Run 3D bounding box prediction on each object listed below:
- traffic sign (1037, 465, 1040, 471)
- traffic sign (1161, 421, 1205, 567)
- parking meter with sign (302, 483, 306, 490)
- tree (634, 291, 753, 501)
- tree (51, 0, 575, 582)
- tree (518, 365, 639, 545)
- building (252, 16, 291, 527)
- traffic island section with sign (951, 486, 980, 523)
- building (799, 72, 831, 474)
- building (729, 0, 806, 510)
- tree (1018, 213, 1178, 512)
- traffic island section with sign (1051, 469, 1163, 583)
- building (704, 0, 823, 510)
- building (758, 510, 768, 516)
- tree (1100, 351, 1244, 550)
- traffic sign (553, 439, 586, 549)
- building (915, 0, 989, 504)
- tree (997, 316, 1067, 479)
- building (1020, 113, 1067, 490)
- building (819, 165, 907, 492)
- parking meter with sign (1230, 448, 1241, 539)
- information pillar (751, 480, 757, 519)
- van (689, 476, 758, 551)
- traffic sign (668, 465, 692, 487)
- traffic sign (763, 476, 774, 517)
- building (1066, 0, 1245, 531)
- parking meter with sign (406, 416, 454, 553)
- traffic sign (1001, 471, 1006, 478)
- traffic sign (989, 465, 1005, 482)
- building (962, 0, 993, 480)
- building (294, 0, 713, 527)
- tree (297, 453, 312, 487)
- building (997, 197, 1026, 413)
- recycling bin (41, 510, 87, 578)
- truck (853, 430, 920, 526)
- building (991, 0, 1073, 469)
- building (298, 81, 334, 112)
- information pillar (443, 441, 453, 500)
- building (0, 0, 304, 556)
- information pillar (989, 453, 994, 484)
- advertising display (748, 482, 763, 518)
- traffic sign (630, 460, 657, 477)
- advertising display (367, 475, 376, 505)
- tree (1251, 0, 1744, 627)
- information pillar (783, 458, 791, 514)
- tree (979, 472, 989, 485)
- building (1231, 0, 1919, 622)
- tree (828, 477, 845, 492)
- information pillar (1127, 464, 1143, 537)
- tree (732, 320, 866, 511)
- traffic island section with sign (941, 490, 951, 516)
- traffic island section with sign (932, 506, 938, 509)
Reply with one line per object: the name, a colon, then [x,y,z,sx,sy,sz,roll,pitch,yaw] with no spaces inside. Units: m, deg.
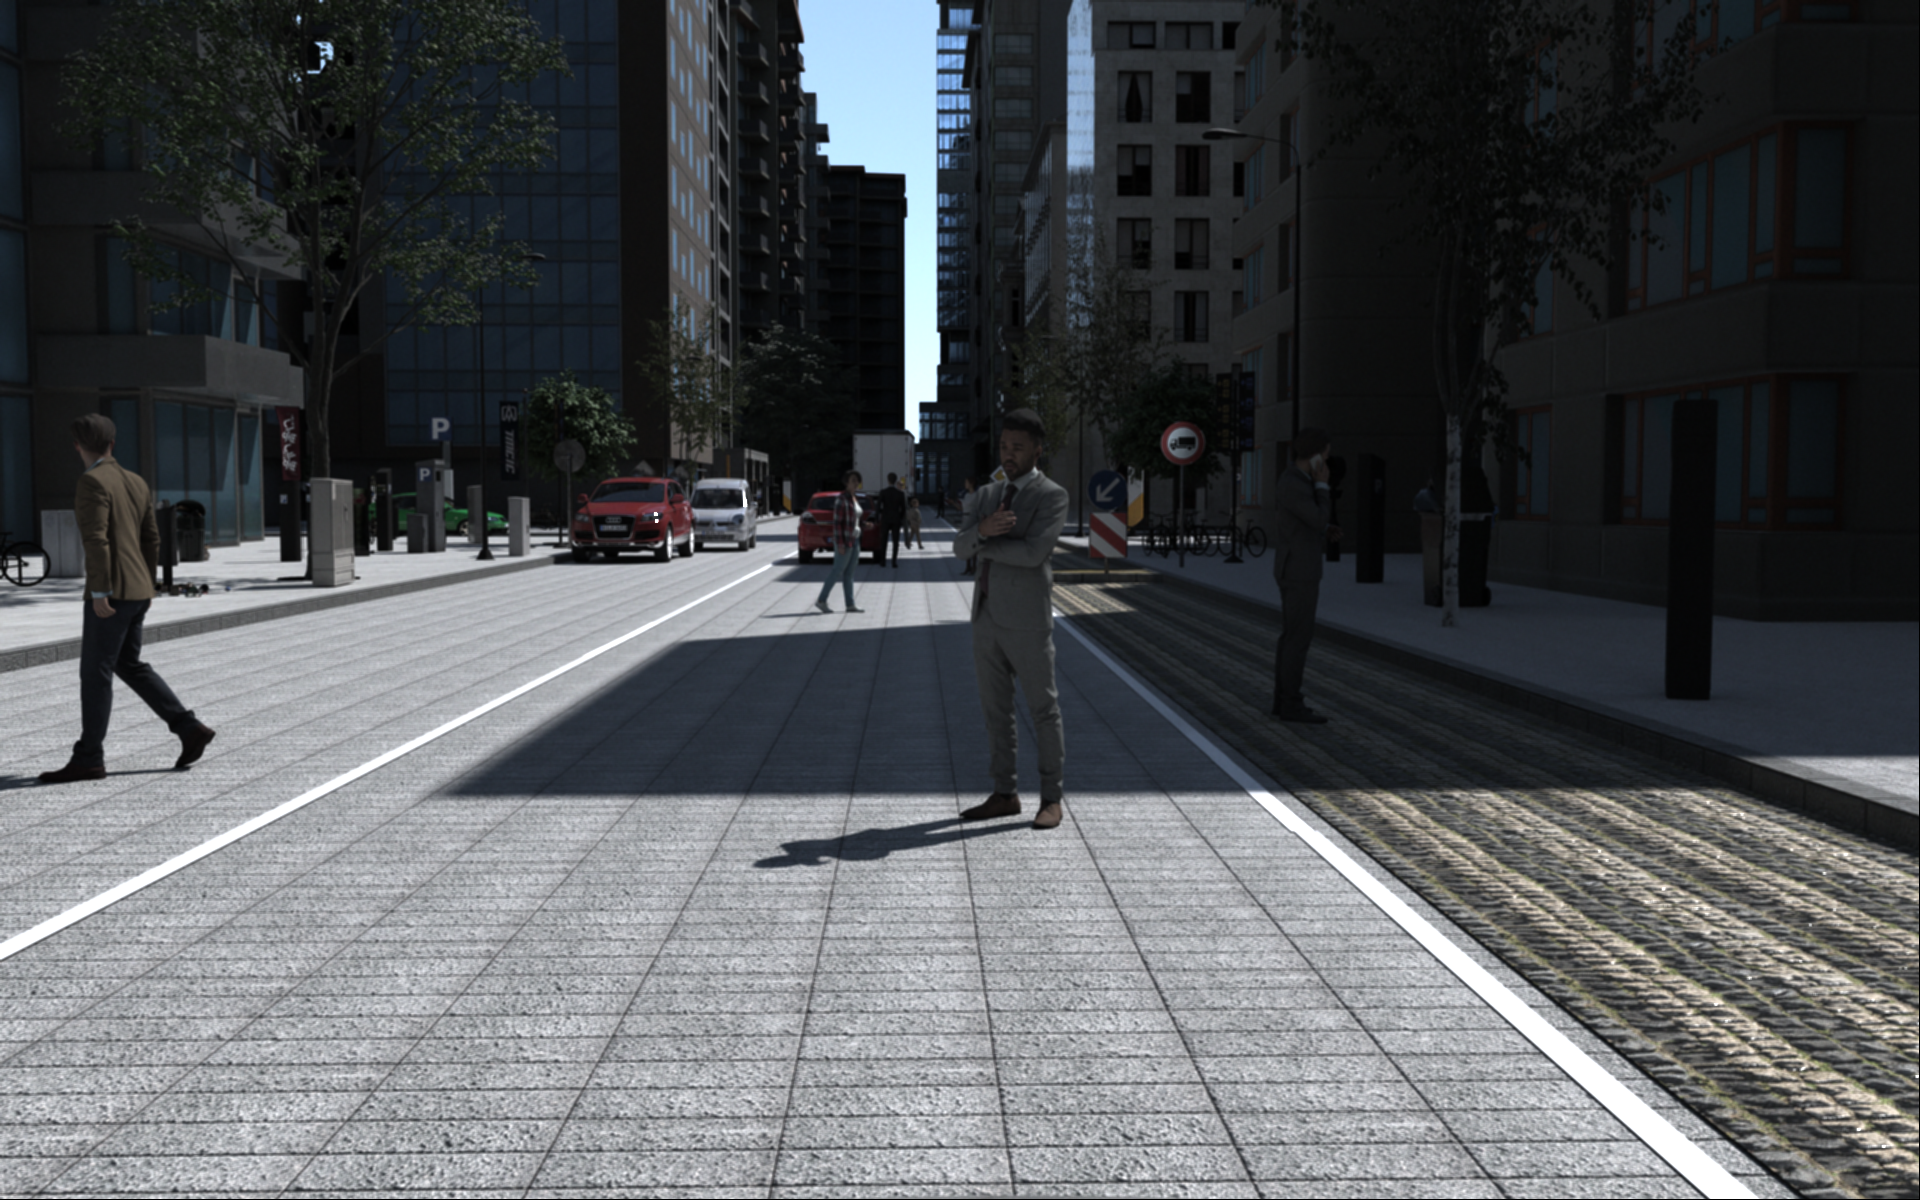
traffic sign: [2.815,-4.237,69.381,0.768,2.556,0.104,0,3,0]
traffic sign: [3.885,-1.845,30.265,0.768,2.556,0.104,0,4,3]
parking meter with sign: [-44.517,-7.451,118.084,1.738,3.016,0.543,0,4,-4]
tree: [-9.854,-6.938,63.798,4.737,8.622,4.395,0,3,0]
tree: [-9.415,-6.096,25.419,9.928,11.665,9.643,0,3,0]
tree: [-9.902,-3.698,44.168,4.285,4.588,4.351,0,3,0]
building: [-33.549,-25.371,64.932,14.200,45.320,14.600,0,4,-2]
traffic island section with sign: [0.718,-4.671,84.991,1.989,1.847,2.006,0,4,-2]
building: [-30.134,-35.263,196.152,30.456,49.044,23.786,0,4,-2]
building: [-24.616,-30.137,147.366,22.147,44.769,28.867,0,4,-2]
tree: [3.788,-5.783,44.909,4.360,8.622,3.978,0,3,0]
traffic island section with sign: [2.249,-1.224,28.638,1.989,1.847,2.006,0,4,-2]
building: [-24.232,-44.857,171.660,20.563,71.187,20.611,0,4,-2]
building: [-21.883,-40.463,99.824,20.563,71.187,20.611,0,4,-2]
tree: [5.030,-3.436,39.900,4.285,4.588,4.351,0,3,0]
traffic sign: [-9.114,-2.465,40.403,0.768,2.556,0.104,0,4,3]
building: [8.542,-56.011,228.457,31.000,86.520,22.319,0,4,-2]
tree: [3.694,-7.488,72.789,4.737,8.622,4.395,0,3,0]
building: [8.543,-14.716,89.754,9.793,20.994,18.267,0,4,-2]
building: [-21.365,-35.092,228.376,28.867,44.769,22.147,0,4,-2]
parking meter with sign: [7.779,-3.167,48.048,0.543,3.016,1.738,1,4,18]
information pillar: [-10.775,-5.237,90.117,0.304,2.012,0.304,2,4,32]
van: [-6.184,-2.300,44.620,2.013,2.044,4.112,0,4,-3]
traffic sign: [-9.502,-3.373,58.790,0.795,2.450,0.064,0,4,-2]
traffic sign: [-10.648,-5.758,96.275,0.606,2.300,0.079,0,4,7]
building: [12.853,-12.850,64.848,16.860,20.320,10.420,0,4,-2]
parking meter with sign: [-11.695,-2.562,38.152,0.543,3.016,1.738,0,4,3]
traffic sign: [1.607,-2.902,51.084,0.795,2.450,0.064,0,4,-2]
traffic sign: [1.389,-3.390,59.066,0.795,2.450,0.064,0,4,-2]
building: [14.906,-37.050,195.011,28.713,52.752,27.495,0,4,-2]
building: [-18.407,-25.895,73.491,14.600,45.320,14.200,0,4,-2]
tree: [-35.378,-6.530,90.478,4.285,4.588,4.351,0,3,0]
building: [9.810,-18.222,117.006,14.460,24.649,34.723,0,4,-2]
recycling bin: [-13.628,-0.868,26.753,0.722,1.027,0.722,1,4,15]
truck: [-3.408,-5.638,81.094,2.839,4.237,11.283,0,4,0]
building: [9.521,-28.250,145.486,14.154,41.232,14.086,0,4,-2]
building: [-74.231,-39.201,230.168,27.495,52.752,28.713,0,4,-2]
information pillar: [-17.389,-4.124,58.782,0.504,3.616,0.183,2,4,33]
building: [-31.489,-25.467,35.993,30.456,49.044,23.786,0,4,-2]
information pillar: [1.798,-6.596,99.202,0.183,3.616,0.504,2,4,24]
advertising display: [-10.875,-5.280,91.535,0.974,1.923,0.123,1,4,17]
traffic sign: [-9.284,-2.885,50.808,0.795,2.450,0.064,0,4,-2]
advertising display: [-19.413,-3.219,57.845,0.123,1.923,0.974,1,4,19]
tree: [4.983,-4.042,16.456,4.360,8.622,3.978,0,3,0]
information pillar: [-10.973,-7.250,109.895,0.504,3.616,0.183,1,4,11]
tree: [2.389,-8.741,137.508,1.663,3.219,1.824,0,3,0]
building: [21.428,-11.404,31.491,27.650,21.520,28.899,0,4,-2]
tree: [-13.674,-12.001,190.824,1.663,3.219,1.824,0,3,0]
information pillar: [5.231,-3.690,51.690,0.504,3.616,0.183,2,4,32]
tree: [-12.027,-13.509,127.527,9.857,13.997,8.962,0,3,0]
traffic island section with sign: [-0.024,-6.319,111.936,1.989,1.847,2.006,0,4,-2]
traffic island section with sign: [-1.362,-9.311,160.861,1.989,1.847,2.006,0,4,-2]
